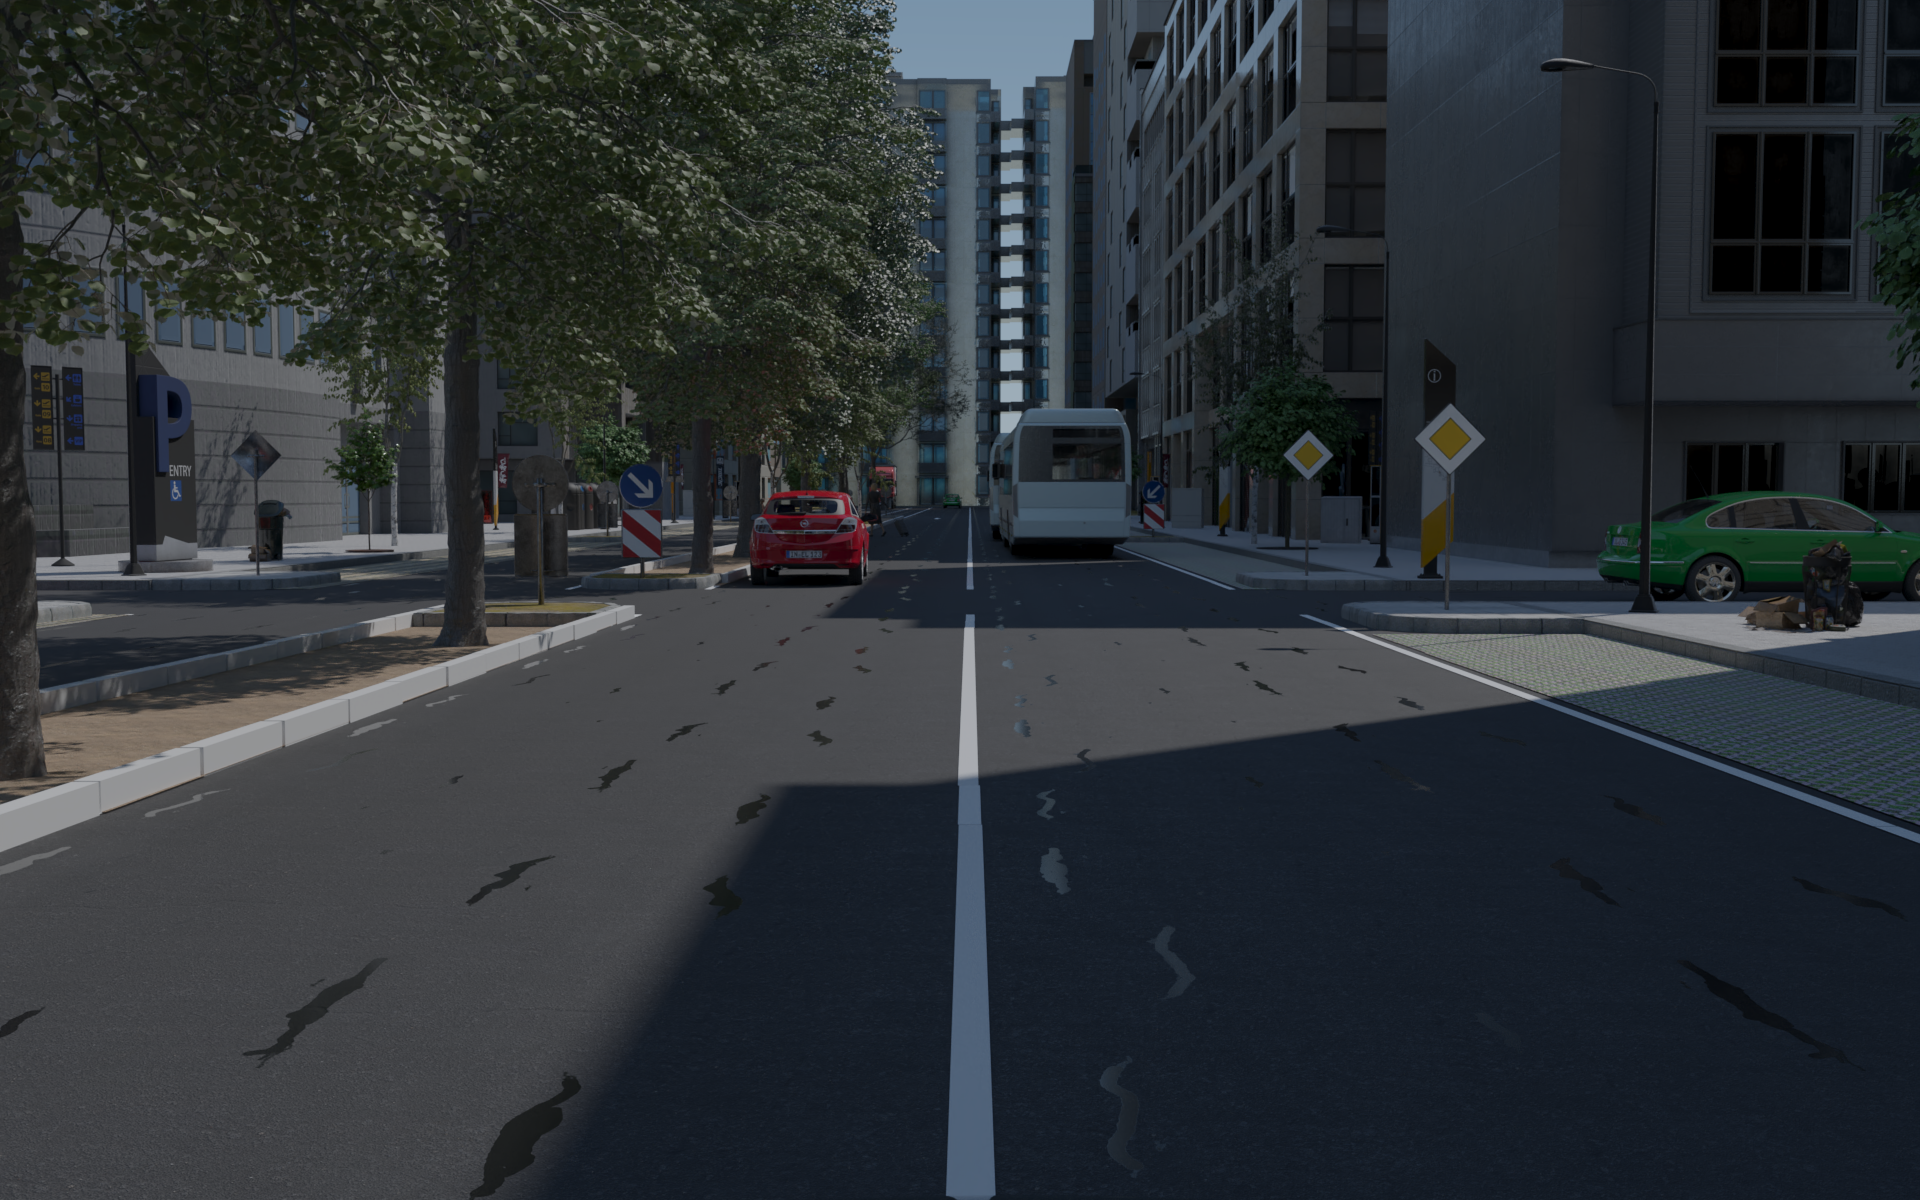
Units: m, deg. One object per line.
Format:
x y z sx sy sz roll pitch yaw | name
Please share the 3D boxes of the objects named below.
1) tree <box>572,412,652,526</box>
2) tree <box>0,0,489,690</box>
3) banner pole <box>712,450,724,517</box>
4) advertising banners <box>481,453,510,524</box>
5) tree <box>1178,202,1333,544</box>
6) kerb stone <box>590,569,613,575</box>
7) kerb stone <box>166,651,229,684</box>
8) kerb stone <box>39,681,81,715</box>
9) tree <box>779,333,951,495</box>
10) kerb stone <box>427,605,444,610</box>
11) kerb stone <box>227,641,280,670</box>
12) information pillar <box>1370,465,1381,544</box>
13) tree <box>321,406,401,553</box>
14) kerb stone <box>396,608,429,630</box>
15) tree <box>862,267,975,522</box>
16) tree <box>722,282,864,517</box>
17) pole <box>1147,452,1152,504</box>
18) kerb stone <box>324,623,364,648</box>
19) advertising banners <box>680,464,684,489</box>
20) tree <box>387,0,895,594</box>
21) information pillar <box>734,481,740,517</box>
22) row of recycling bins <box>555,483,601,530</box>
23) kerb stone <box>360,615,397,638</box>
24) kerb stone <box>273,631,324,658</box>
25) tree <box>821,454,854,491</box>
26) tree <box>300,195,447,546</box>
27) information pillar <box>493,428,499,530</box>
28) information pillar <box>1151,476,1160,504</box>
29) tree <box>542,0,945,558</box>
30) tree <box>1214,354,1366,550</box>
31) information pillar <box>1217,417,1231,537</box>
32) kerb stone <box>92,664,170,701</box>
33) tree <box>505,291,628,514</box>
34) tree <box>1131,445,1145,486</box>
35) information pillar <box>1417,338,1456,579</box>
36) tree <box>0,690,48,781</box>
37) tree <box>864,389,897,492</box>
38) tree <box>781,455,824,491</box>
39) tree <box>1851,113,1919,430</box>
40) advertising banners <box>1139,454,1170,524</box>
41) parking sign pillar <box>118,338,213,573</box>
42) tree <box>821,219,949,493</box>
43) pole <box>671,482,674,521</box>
-14.006 -5.246 69.482 4.285 4.588 4.351 0 3 0 | tree
-4.771 -5.858 16.362 7.486 12.596 7.792 0 3 0 | tree
-13.867 -6.667 99.021 0.863 3.779 0.401 0 4 -8 | banner pole
-20.297 -4.768 74.143 2.074 3.025 0.090 0 4 -1 | advertising banners
7.578 -5.758 44.498 4.360 8.622 3.978 0 3 0 | tree
-5.877 -0.374 28.303 0.120 0.150 1.000 0 4 0 | kerb stone
-5.967 0.540 13.432 0.120 0.150 1.000 0 4 0 | kerb stone
-5.982 0.663 11.372 0.120 0.150 1.000 0 4 0 | kerb stone
-4.524 -8.165 70.362 8.767 10.594 7.601 0 4 0 | tree
-5.936 0.161 19.578 0.120 0.150 1.000 0 4 0 | kerb stone
-5.957 0.482 14.454 0.120 0.150 1.000 0 4 0 | kerb stone
10.672 -2.429 44.205 0.304 2.012 0.304 3 5 40 | information pillar
-13.158 -2.660 38.098 1.663 3.219 1.824 0 3 0 | tree
-5.933 0.223 18.544 0.120 0.150 1.000 0 4 0 | kerb stone
-4.306 -10.639 86.774 12.009 13.543 11.850 0 3 0 | tree
-4.996 -5.728 46.471 4.737 8.622 4.395 0 3 0 | tree
9.096 -5.468 83.251 0.158 3.312 0.155 0 3 0 | pole
-5.944 0.355 16.501 0.120 0.150 1.000 0 4 0 | kerb stone
-15.833 -6.370 100.336 0.090 3.025 2.074 -2 4 -28 | advertising banners
-4.460 -6.650 29.307 7.486 12.596 7.792 0 3 0 | tree
-12.571 -5.718 97.977 0.304 2.012 0.304 -2 4 -25 | information pillar
-13.830 -3.396 62.643 1.069 1.692 3.534 0 4 5 | row of recycling bins
-5.944 0.289 17.523 0.120 0.150 1.000 0 4 0 | kerb stone
-5.954 0.411 15.479 0.120 0.150 1.000 0 4 0 | kerb stone
-12.480 -14.057 180.195 4.360 8.622 3.978 0 3 0 | tree
-14.117 -5.657 42.862 4.737 8.622 4.395 0 3 0 | tree
-16.590 -4.312 61.852 0.183 3.616 0.504 0 4 -7 | information pillar
8.060 -4.104 71.588 0.304 2.012 0.304 -1 4 -9 | information pillar
-4.782 -7.931 38.790 9.857 13.997 8.962 0 3 0 | tree
7.695 -3.459 40.275 4.285 4.588 4.351 0 3 0 | tree
7.987 -3.726 52.280 0.183 3.616 0.504 -1 4 -23 | information pillar
-5.972 0.599 12.410 0.120 0.150 1.000 0 4 0 | kerb stone
-13.450 -6.617 58.555 4.737 8.622 4.395 0 3 0 | tree
8.033 -6.581 91.314 4.285 4.588 4.351 0 3 0 | tree
7.216 -2.130 26.173 0.504 3.616 0.183 0 4 -4 | information pillar
-4.956 -5.395 8.791 7.486 12.596 7.792 0 3 0 | tree
-4.488 -7.635 77.651 4.737 8.622 4.395 0 3 0 | tree
-13.297 -10.140 149.501 4.285 4.588 4.351 0 3 0 | tree
7.716 -1.702 11.540 4.285 4.588 4.351 0 3 0 | tree
8.381 -4.788 74.474 2.074 3.025 0.090 -3 5 -44 | advertising banners
-13.215 -2.461 28.717 1.447 3.967 1.447 0 4 5 | parking sign pillar
-4.154 -8.151 61.480 9.928 11.665 9.643 0 3 0 | tree
-13.807 -5.475 83.357 0.158 3.312 0.155 0 3 0 | pole
